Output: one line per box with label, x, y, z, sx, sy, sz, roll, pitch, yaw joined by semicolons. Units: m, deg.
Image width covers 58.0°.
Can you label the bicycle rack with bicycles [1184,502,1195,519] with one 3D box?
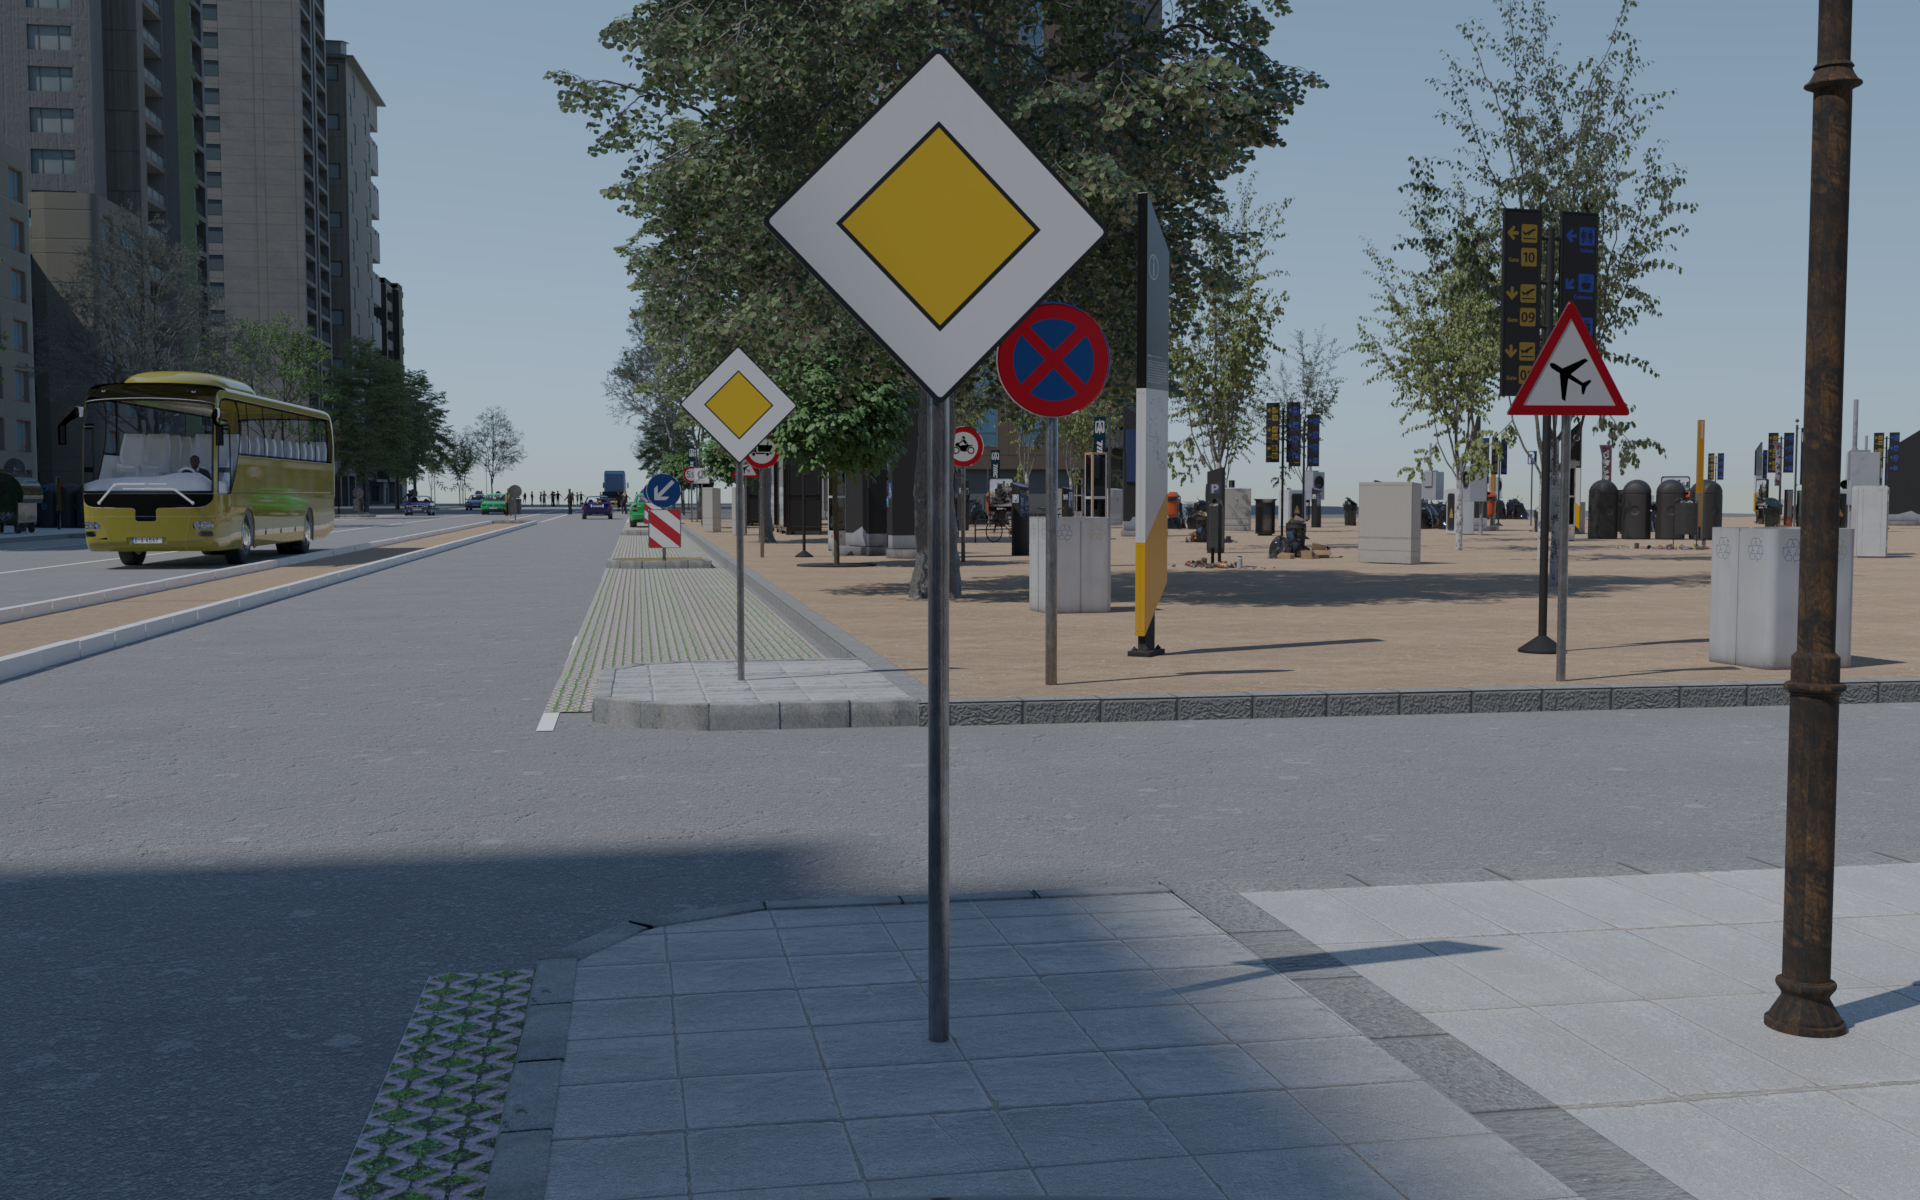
bicycle rack with bicycles;11.739;-4.301;83.702;2.852;0.926;2.925;2;4;33

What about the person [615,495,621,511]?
person;-28.599;-8.162;145.210;1.065;1.426;0.557;3;5;40

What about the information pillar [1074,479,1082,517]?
information pillar;5.601;-4.738;81.964;0.304;2.012;0.304;-1;4;-14

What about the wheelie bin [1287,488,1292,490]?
wheelie bin;16.125;-4.715;85.005;0.693;1.594;0.980;2;4;25

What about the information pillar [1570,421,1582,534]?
information pillar;19.585;-3.907;55.227;0.183;3.616;0.504;-3;5;-45

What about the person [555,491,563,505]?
person;-50.973;-12.929;219.514;1.348;1.869;0.705;0;4;-4

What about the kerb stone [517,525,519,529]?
kerb stone;-17.790;-2.869;69.107;0.120;0.150;1.000;-1;4;-10

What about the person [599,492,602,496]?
person;-45.746;-12.914;220.566;0.530;1.710;0.541;0;4;-8

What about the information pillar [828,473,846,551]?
information pillar;-2.769;-2.110;38.986;0.304;2.012;0.304;-3;5;-41

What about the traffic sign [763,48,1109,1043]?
traffic sign;-0.053;-0.022;4.009;0.795;2.450;0.064;-1;4;-10

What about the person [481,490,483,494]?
person;-53.231;-11.288;192.924;0.709;1.838;0.599;1;4;15

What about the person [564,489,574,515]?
person;-27.371;-6.902;121.365;0.705;1.821;1.348;-3;5;-40

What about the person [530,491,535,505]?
person;-55.917;-13.335;226.470;0.705;1.831;1.348;0;4;6

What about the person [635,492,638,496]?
person;-44.202;-13.952;237.328;0.721;1.736;1.217;1;4;15

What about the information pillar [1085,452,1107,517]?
information pillar;2.410;-1.606;30.745;0.304;2.012;0.304;-1;4;-22

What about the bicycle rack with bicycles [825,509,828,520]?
bicycle rack with bicycles;-4.869;-4.141;81.081;2.925;0.926;2.852;-1;4;-9

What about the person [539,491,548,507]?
person;-45.370;-11.034;188.903;1.348;1.824;0.705;2;4;28

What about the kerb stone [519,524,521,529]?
kerb stone;-17.980;-2.929;70.115;0.120;0.150;1.000;-1;4;-10

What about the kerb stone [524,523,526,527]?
kerb stone;-18.542;-3.115;73.142;0.120;0.150;1.000;-1;4;-10

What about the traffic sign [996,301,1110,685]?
traffic sign;0.613;-0.701;11.568;0.768;2.556;0.104;0;4;-7

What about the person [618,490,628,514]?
person;-24.115;-7.014;123.976;0.445;1.727;0.742;3;4;38

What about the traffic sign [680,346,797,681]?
traffic sign;-1.510;-0.503;11.861;0.795;2.450;0.064;-1;4;-10

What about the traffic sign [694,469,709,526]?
traffic sign;-10.232;-4.071;68.695;0.606;2.300;0.079;0;4;-5

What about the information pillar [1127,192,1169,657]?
information pillar;1.521;-1.369;13.744;0.183;3.616;0.504;2;4;28

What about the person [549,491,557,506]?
person;-49.413;-12.330;210.038;0.705;1.831;1.348;2;4;34

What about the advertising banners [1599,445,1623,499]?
advertising banners;23.561;-3.995;61.500;2.074;3.025;0.090;-1;4;-15

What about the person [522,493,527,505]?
person;-54.993;-12.761;218.617;0.593;1.643;0.415;-3;4;-39

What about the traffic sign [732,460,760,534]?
traffic sign;-6.812;-3.366;55.045;0.884;2.594;0.081;0;4;-6

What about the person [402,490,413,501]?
person;-40.907;-7.327;128.811;1.217;1.766;0.721;-3;5;-42

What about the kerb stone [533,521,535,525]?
kerb stone;-19.660;-3.486;79.185;0.120;0.150;1.000;-1;4;-10

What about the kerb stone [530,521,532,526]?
kerb stone;-19.283;-3.362;77.173;0.120;0.150;1.000;-1;4;-10

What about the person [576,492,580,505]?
person;-52.503;-13.992;238.048;0.721;1.735;1.217;1;4;10

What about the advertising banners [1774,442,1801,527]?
advertising banners;28.262;-3.842;59.011;2.074;3.025;0.090;-2;4;-34

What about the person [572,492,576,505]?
person;-49.221;-12.892;220.001;1.217;1.736;0.721;0;4;5

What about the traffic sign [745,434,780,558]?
traffic sign;-4.000;-2.132;34.966;0.768;2.556;0.104;-1;4;-9

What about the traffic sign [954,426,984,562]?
traffic sign;0.061;-1.984;32.552;0.768;2.556;0.104;0;4;-4

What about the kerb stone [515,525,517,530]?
kerb stone;-17.604;-2.807;68.097;0.120;0.150;1.000;-1;4;-10

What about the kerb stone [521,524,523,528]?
kerb stone;-18.161;-2.992;71.121;0.120;0.150;1.000;-1;4;-10

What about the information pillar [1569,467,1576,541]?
information pillar;16.471;-2.597;46.949;0.304;2.012;0.304;0;4;-7

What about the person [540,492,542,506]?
person;-51.367;-12.392;211.904;0.721;1.735;1.217;-1;4;-18

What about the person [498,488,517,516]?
person;-29.537;-6.401;113.250;1.348;1.812;0.705;0;4;5

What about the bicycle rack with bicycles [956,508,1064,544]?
bicycle rack with bicycles;1.841;-1.978;45.727;2.852;0.926;2.925;3;5;40

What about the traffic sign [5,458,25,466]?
traffic sign;-33.442;-3.742;61.288;0.768;2.556;0.104;0;4;-1

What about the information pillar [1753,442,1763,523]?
information pillar;35.788;-5.280;77.676;0.504;3.616;0.183;-2;4;-35

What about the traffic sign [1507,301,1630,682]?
traffic sign;4.118;-0.721;11.799;0.884;2.594;0.081;-1;4;-9

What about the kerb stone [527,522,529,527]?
kerb stone;-18.912;-3.239;75.154;0.120;0.150;1.000;-1;4;-10

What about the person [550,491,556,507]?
person;-46.033;-11.418;195.898;0.721;1.743;1.217;1;4;19

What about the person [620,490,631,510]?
person;-30.244;-8.997;155.623;1.348;1.821;0.705;-2;4;-25

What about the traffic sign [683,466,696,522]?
traffic sign;-12.260;-4.833;79.127;0.768;2.556;0.104;0;4;-6

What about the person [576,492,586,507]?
person;-42.932;-11.438;196.338;1.217;1.723;0.721;-1;4;-23
